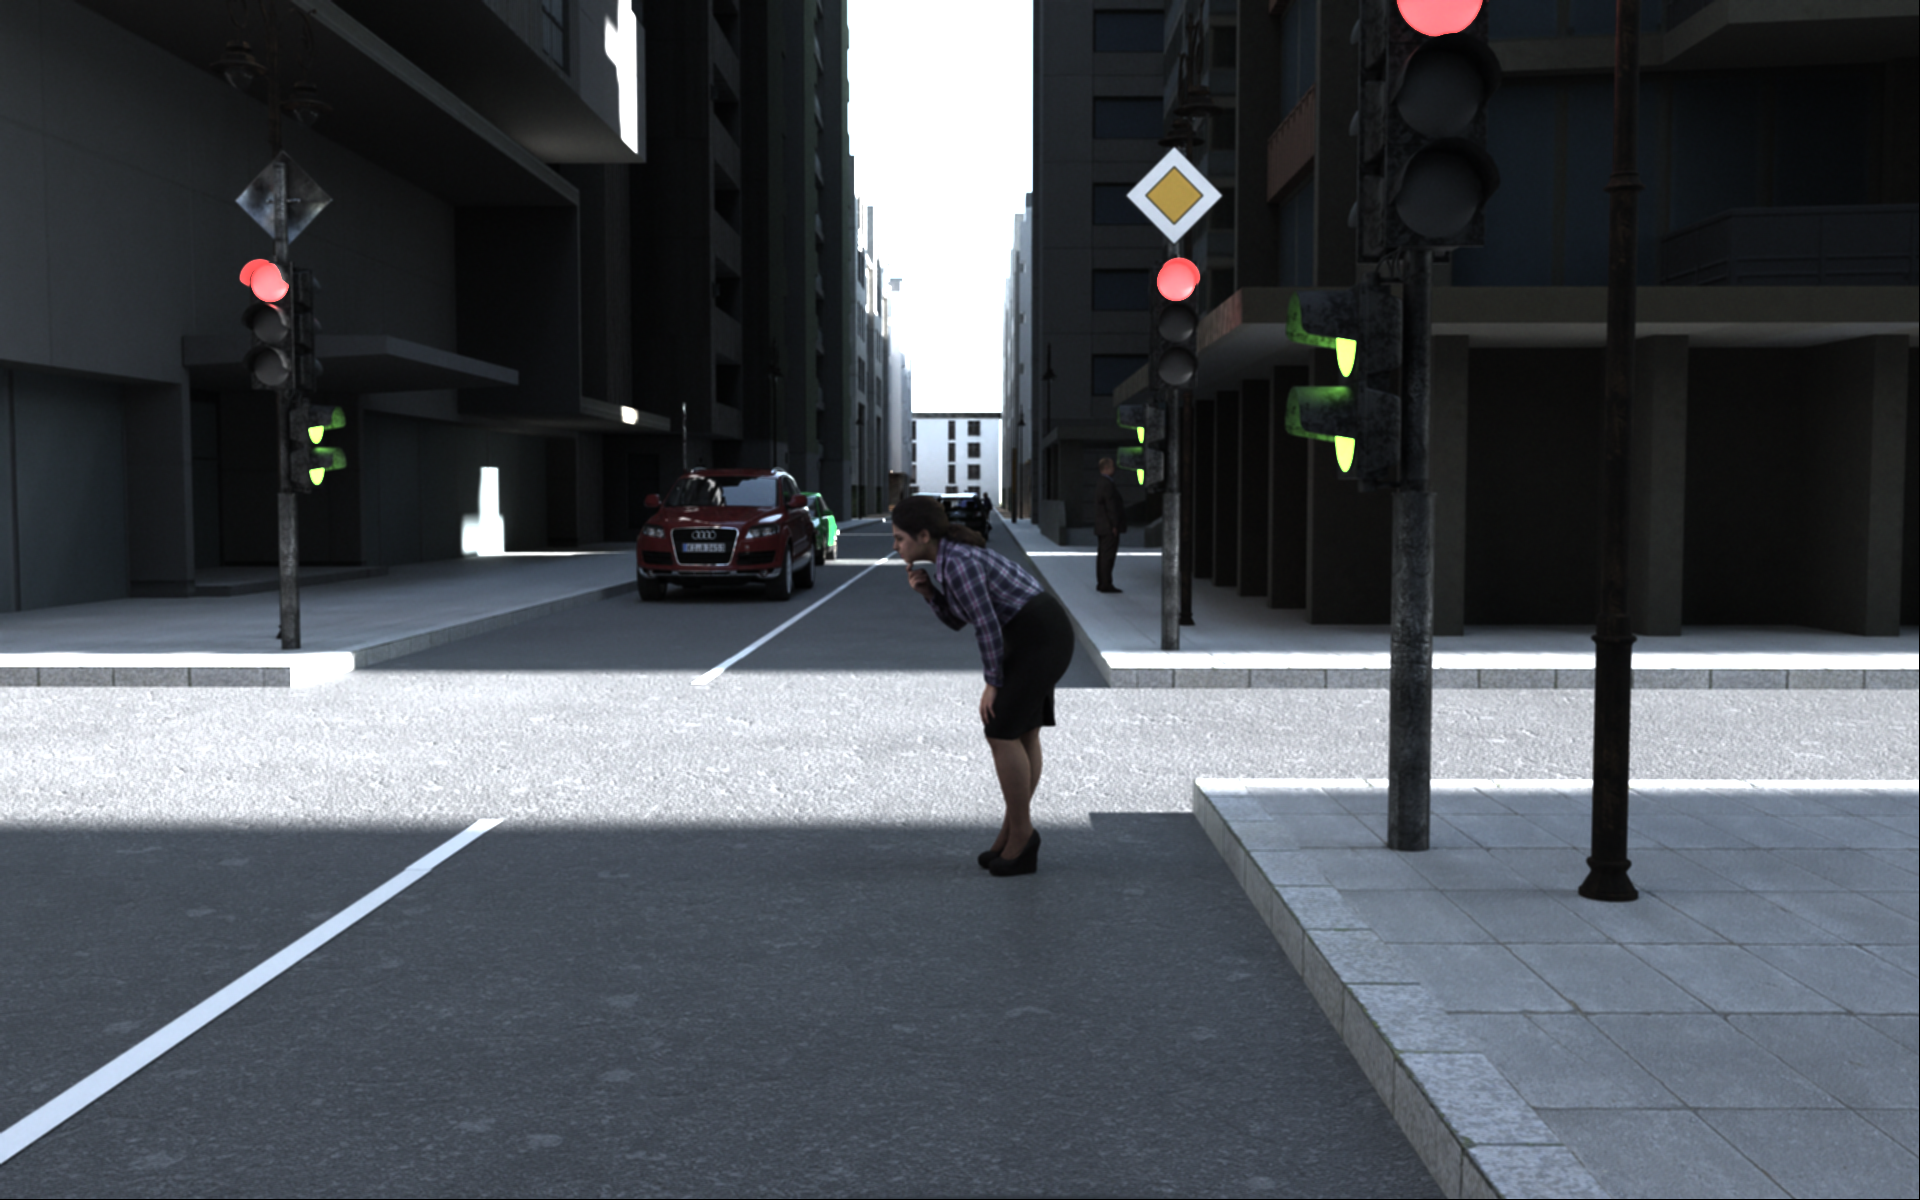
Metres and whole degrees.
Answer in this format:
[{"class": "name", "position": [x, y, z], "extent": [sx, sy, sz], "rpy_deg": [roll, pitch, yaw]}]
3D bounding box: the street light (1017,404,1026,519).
[{"class": "street light", "position": [3.144, -7.097, 88.823], "extent": [0.468, 5.910, 1.993], "rpy_deg": [0, 4, 1]}]

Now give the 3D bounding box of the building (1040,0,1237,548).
[{"class": "building", "position": [18.648, -21.800, 48.313], "extent": [32.217, 40.220, 23.993], "rpy_deg": [0, 4, 1]}]

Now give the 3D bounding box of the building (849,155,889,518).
[{"class": "building", "position": [-13.617, -14.678, 106.446], "extent": [16.747, 18.905, 31.486], "rpy_deg": [0, 4, 1]}]

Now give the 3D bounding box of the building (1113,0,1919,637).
[{"class": "building", "position": [16.922, -22.574, 23.711], "extent": [28.867, 44.769, 22.147], "rpy_deg": [0, 4, 1]}]

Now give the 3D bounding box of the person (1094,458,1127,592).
[{"class": "person", "position": [1.976, -0.988, 22.756], "extent": [0.434, 1.755, 0.990], "rpy_deg": [0, 4, -2]}]

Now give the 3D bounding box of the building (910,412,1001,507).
[{"class": "building", "position": [-9.797, -14.418, 177.880], "extent": [28.070, 9.664, 9.099], "rpy_deg": [0, 4, 1]}]

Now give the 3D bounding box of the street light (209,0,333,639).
[{"class": "street light", "position": [-5.990, -2.596, 15.240], "extent": [0.468, 5.910, 1.993], "rpy_deg": [0, 4, 1]}]

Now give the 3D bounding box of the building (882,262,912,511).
[{"class": "building", "position": [-12.319, -17.337, 139.873], "extent": [16.016, 20.091, 11.380], "rpy_deg": [0, 4, 1]}]

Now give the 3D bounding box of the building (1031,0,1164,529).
[{"class": "building", "position": [13.598, -32.531, 73.876], "extent": [21.231, 58.520, 28.212], "rpy_deg": [0, 4, 1]}]

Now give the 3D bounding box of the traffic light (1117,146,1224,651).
[{"class": "traffic light", "position": [1.714, -1.543, 14.155], "extent": [0.839, 4.253, 0.868], "rpy_deg": [0, 4, 1]}]

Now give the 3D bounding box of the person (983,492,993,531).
[{"class": "person", "position": [0.942, -3.364, 66.191], "extent": [0.600, 1.496, 0.574], "rpy_deg": [0, 4, 2]}]

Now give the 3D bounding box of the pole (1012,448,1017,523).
[{"class": "pole", "position": [2.414, -5.093, 77.114], "extent": [0.158, 3.312, 0.155], "rpy_deg": [0, 3, 0]}]

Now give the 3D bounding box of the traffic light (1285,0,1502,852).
[{"class": "traffic light", "position": [1.609, -1.055, 6.170], "extent": [0.839, 4.253, 0.868], "rpy_deg": [0, 4, 1]}]

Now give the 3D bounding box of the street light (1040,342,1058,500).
[{"class": "street light", "position": [2.707, -4.898, 52.877], "extent": [0.468, 5.910, 1.993], "rpy_deg": [0, 4, 1]}]

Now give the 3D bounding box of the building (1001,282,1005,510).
[{"class": "building", "position": [12.140, -17.326, 149.737], "extent": [16.747, 18.905, 31.486], "rpy_deg": [0, 4, 1]}]

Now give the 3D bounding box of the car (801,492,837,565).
[{"class": "car", "position": [-3.594, -1.686, 36.355], "extent": [1.959, 1.807, 4.718], "rpy_deg": [0, 4, 0]}]

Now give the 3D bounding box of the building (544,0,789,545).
[{"class": "building", "position": [-12.646, -16.918, 48.304], "extent": [14.160, 30.474, 14.107], "rpy_deg": [0, 4, 1]}]

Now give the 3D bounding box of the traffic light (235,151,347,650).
[{"class": "traffic light", "position": [-5.527, -1.548, 14.234], "extent": [0.839, 4.253, 0.868], "rpy_deg": [0, 4, 1]}]

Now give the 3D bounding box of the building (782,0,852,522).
[{"class": "building", "position": [-12.414, -24.051, 76.829], "extent": [14.154, 41.232, 14.086], "rpy_deg": [0, 4, 1]}]

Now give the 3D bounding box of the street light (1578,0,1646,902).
[{"class": "street light", "position": [2.071, -1.992, 5.355], "extent": [0.468, 5.910, 1.993], "rpy_deg": [0, 4, 1]}]

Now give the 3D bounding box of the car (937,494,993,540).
[{"class": "car", "position": [-0.013, -2.659, 53.256], "extent": [2.009, 1.686, 4.222], "rpy_deg": [0, 4, 3]}]

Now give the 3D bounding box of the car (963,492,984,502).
[{"class": "car", "position": [0.685, -6.636, 118.092], "extent": [1.945, 1.707, 3.694], "rpy_deg": [0, 4, 2]}]

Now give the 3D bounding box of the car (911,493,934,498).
[{"class": "car", "position": [-2.205, -5.555, 99.616], "extent": [1.959, 1.807, 4.718], "rpy_deg": [0, 4, -1]}]

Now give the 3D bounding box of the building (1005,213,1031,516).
[{"class": "building", "position": [11.871, -15.354, 117.502], "extent": [16.747, 18.905, 31.486], "rpy_deg": [0, 4, 1]}]

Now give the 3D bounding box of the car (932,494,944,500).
[{"class": "car", "position": [-1.690, -6.788, 121.200], "extent": [2.015, 1.641, 3.980], "rpy_deg": [0, 4, 2]}]

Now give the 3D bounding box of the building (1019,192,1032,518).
[{"class": "building", "position": [11.341, -14.625, 95.545], "extent": [16.016, 20.091, 11.380], "rpy_deg": [0, 4, 1]}]

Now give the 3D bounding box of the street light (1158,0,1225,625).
[{"class": "street light", "position": [2.216, -2.693, 16.813], "extent": [0.468, 5.910, 1.993], "rpy_deg": [0, 4, 1]}]

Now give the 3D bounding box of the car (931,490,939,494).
[{"class": "car", "position": [-2.032, -7.967, 139.307], "extent": [2.155, 1.783, 4.494], "rpy_deg": [0, 4, 1]}]

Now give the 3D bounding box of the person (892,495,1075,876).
[{"class": "person", "position": [0.090, 0.318, 6.527], "extent": [0.697, 1.427, 0.421], "rpy_deg": [-1, 4, -10]}]

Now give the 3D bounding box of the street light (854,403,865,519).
[{"class": "street light", "position": [-5.076, -7.041, 87.901], "extent": [0.468, 5.910, 1.993], "rpy_deg": [0, 4, 1]}]

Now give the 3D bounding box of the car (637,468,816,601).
[{"class": "car", "position": [-3.269, -0.996, 24.960], "extent": [2.281, 1.827, 5.304], "rpy_deg": [0, 4, 1]}]

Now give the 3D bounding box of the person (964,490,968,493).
[{"class": "person", "position": [0.504, -7.980, 139.644], "extent": [0.551, 1.740, 0.621], "rpy_deg": [2, 4, 34]}]

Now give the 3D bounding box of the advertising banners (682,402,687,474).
[{"class": "advertising banners", "position": [-5.246, -2.225, 32.565], "extent": [0.090, 3.025, 2.074], "rpy_deg": [0, 4, -3]}]

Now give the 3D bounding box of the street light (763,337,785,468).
[{"class": "street light", "position": [-5.469, -4.795, 51.185], "extent": [0.468, 5.910, 1.993], "rpy_deg": [0, 4, 1]}]

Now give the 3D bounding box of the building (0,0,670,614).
[{"class": "building", "position": [-20.523, -26.772, 26.964], "extent": [28.713, 52.752, 27.495], "rpy_deg": [0, 4, 1]}]
